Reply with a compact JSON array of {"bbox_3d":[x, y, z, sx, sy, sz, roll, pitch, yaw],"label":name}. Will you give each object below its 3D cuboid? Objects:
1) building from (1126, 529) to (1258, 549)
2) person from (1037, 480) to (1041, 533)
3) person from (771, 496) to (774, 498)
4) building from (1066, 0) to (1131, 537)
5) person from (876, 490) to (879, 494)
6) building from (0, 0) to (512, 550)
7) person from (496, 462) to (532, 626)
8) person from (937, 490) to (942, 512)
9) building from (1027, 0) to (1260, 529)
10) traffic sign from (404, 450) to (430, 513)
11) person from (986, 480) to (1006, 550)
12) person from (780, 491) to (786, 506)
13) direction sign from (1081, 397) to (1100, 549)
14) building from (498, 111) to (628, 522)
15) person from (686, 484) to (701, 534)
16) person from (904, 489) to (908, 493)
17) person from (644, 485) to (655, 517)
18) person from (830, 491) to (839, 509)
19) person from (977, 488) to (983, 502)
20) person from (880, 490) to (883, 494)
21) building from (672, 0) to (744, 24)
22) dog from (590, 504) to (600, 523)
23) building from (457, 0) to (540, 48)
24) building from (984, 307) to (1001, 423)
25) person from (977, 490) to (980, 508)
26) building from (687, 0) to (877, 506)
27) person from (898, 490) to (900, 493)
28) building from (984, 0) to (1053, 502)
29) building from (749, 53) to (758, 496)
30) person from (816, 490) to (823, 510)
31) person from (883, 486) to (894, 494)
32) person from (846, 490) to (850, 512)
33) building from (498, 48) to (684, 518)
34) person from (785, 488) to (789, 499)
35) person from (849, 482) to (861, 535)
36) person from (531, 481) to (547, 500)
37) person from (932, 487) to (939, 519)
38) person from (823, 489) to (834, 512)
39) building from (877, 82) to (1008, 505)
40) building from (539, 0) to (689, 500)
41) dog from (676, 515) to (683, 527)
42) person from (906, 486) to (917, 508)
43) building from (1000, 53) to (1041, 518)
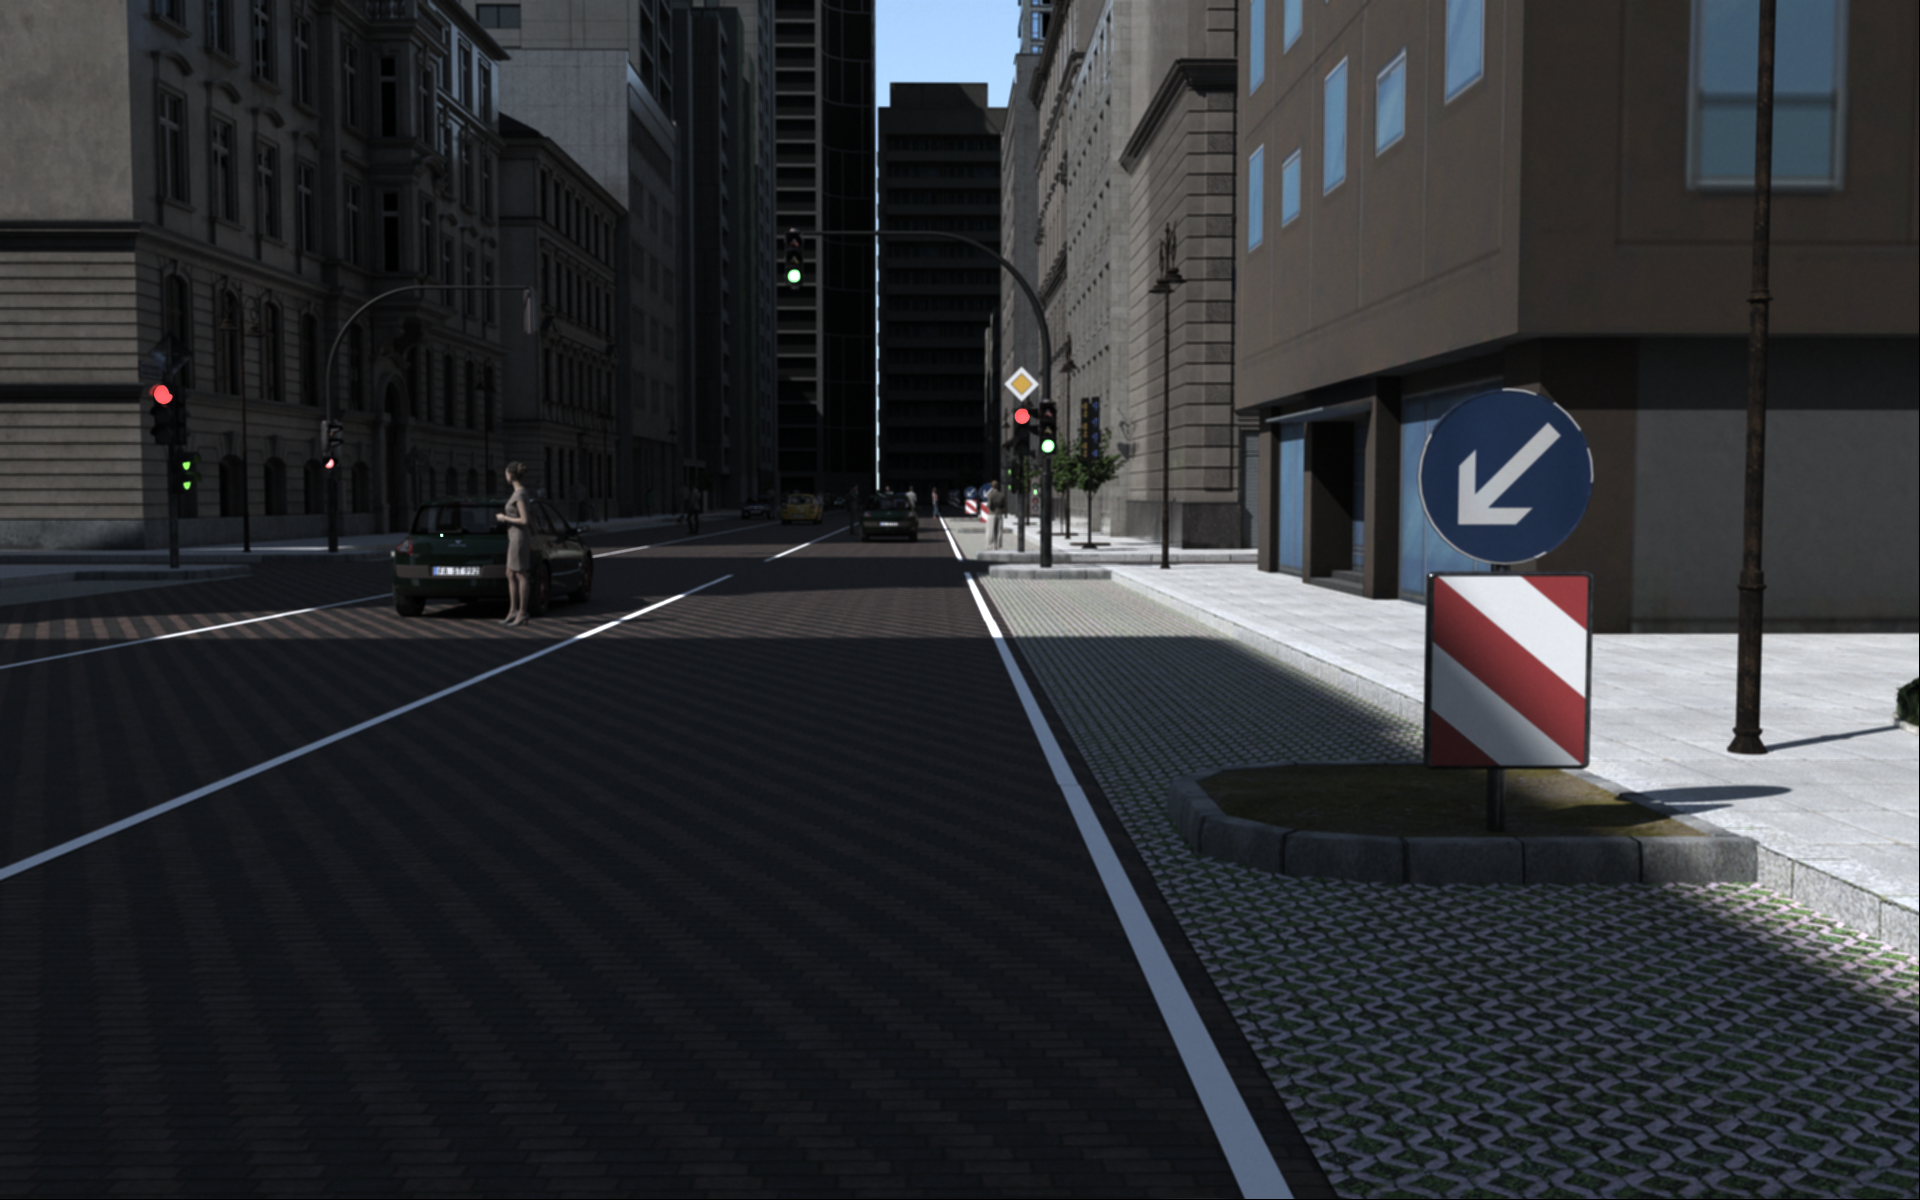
[{"bbox_3d":[17.174,-15.168,45.258,25.104,27.353,12.463,0,4,-1],"label":"building"},{"bbox_3d":[2.723,-3.077,56.534,0.511,1.800,0.466,-3,5,-41],"label":"person"},{"bbox_3d":[-18.845,-10.211,173.701,0.721,1.735,1.217,0,4,-3],"label":"person"},{"bbox_3d":[9.533,-12.532,59.645,10.420,20.320,16.860,0,4,-1],"label":"building"},{"bbox_3d":[-7.492,-9.186,158.652,0.705,1.831,1.348,1,4,20],"label":"person"},{"bbox_3d":[-24.057,-14.465,55.592,14.460,24.649,34.723,0,4,-1],"label":"building"},{"bbox_3d":[-4.841,-0.609,18.798,0.374,1.781,0.599,-1,4,-16],"label":"person"},{"bbox_3d":[-1.681,-8.136,142.054,0.617,1.759,0.750,-2,4,-29],"label":"person"},{"bbox_3d":[10.034,-17.343,80.828,12.463,27.353,25.104,0,4,-1],"label":"building"},{"bbox_3d":[-15.664,-3.050,49.980,0.768,2.556,0.104,0,4,0],"label":"traffic sign"},{"bbox_3d":[0.828,-1.985,41.502,0.519,1.759,0.362,-2,4,-25],"label":"person"},{"bbox_3d":[-16.233,-9.281,160.775,0.617,1.759,0.750,3,5,41],"label":"person"},{"bbox_3d":[3.051,-2.977,40.672,0.379,3.537,0.876,-1,4,-23],"label":"direction sign"},{"bbox_3d":[-22.739,-13.340,82.743,10.561,19.102,19.286,0,4,-1],"label":"building"},{"bbox_3d":[-9.514,-3.249,61.803,0.473,1.802,0.592,3,4,39],"label":"person"},{"bbox_3d":[-4.761,-8.760,151.589,0.709,1.838,0.599,1,4,11],"label":"person"},{"bbox_3d":[-17.181,-5.482,95.915,0.600,1.795,0.529,0,4,-4],"label":"person"},{"bbox_3d":[-11.906,-9.337,161.949,1.217,1.735,0.721,2,4,24],"label":"person"},{"bbox_3d":[1.626,-8.098,138.892,0.568,1.767,0.683,-2,4,-30],"label":"person"},{"bbox_3d":[-8.271,-10.603,181.958,1.348,1.812,0.705,3,5,41],"label":"person"},{"bbox_3d":[-25.215,-27.979,141.046,14.154,41.232,14.086,0,4,-1],"label":"building"},{"bbox_3d":[-16.572,-3.916,78.412,0.513,0.831,0.800,0,4,2],"label":"dog"},{"bbox_3d":[-29.052,-41.845,122.410,20.563,71.187,20.611,0,4,-1],"label":"building"},{"bbox_3d":[16.706,-20.150,174.485,27.650,21.520,28.899,0,4,-1],"label":"building"},{"bbox_3d":[1.784,-9.413,160.619,0.551,1.740,0.621,-2,4,-28],"label":"person"},{"bbox_3d":[-20.587,-46.989,206.522,20.611,71.187,20.563,0,4,-1],"label":"building"},{"bbox_3d":[-6.202,-10.258,176.202,1.348,1.826,0.705,-1,4,-9],"label":"person"},{"bbox_3d":[13.695,-50.756,142.529,22.319,86.520,31.000,0,4,-1],"label":"building"},{"bbox_3d":[-25.971,-28.857,155.400,14.154,41.232,14.086,0,4,-1],"label":"building"},{"bbox_3d":[-10.639,-7.485,131.553,0.551,1.740,0.621,-3,5,-42],"label":"person"},{"bbox_3d":[-3.351,-4.467,81.660,0.709,1.813,0.853,1,4,12],"label":"person"},{"bbox_3d":[-8.885,-7.954,139.262,0.721,1.736,1.217,1,4,17],"label":"person"},{"bbox_3d":[-23.798,-17.376,102.126,12.078,24.808,19.932,0,4,-1],"label":"building"},{"bbox_3d":[-11.853,-6.787,119.481,0.705,1.823,1.348,-1,4,-9],"label":"person"},{"bbox_3d":[-3.724,-3.251,61.467,0.447,1.846,0.655,0,4,-3],"label":"person"},{"bbox_3d":[-16.225,-3.708,66.864,0.606,1.804,0.583,-1,4,-21],"label":"person"},{"bbox_3d":[-1.435,-5.652,100.916,0.388,1.821,0.555,0,4,4],"label":"person"},{"bbox_3d":[-10.507,-7.823,136.409,1.348,1.824,0.705,-2,4,-35],"label":"person"},{"bbox_3d":[1.029,-35.736,207.982,21.600,48.544,21.300,0,4,-1],"label":"building"},{"bbox_3d":[-29.747,-45.146,176.385,20.611,71.187,20.563,0,4,-1],"label":"building"},{"bbox_3d":[-12.404,-3.511,76.687,0.540,0.507,0.406,1,4,22],"label":"dog"},{"bbox_3d":[-2.277,-4.486,82.041,0.606,1.804,0.583,1,4,19],"label":"person"},{"bbox_3d":[8.842,-17.453,103.383,12.078,24.808,19.932,0,4,-1],"label":"building"}]
